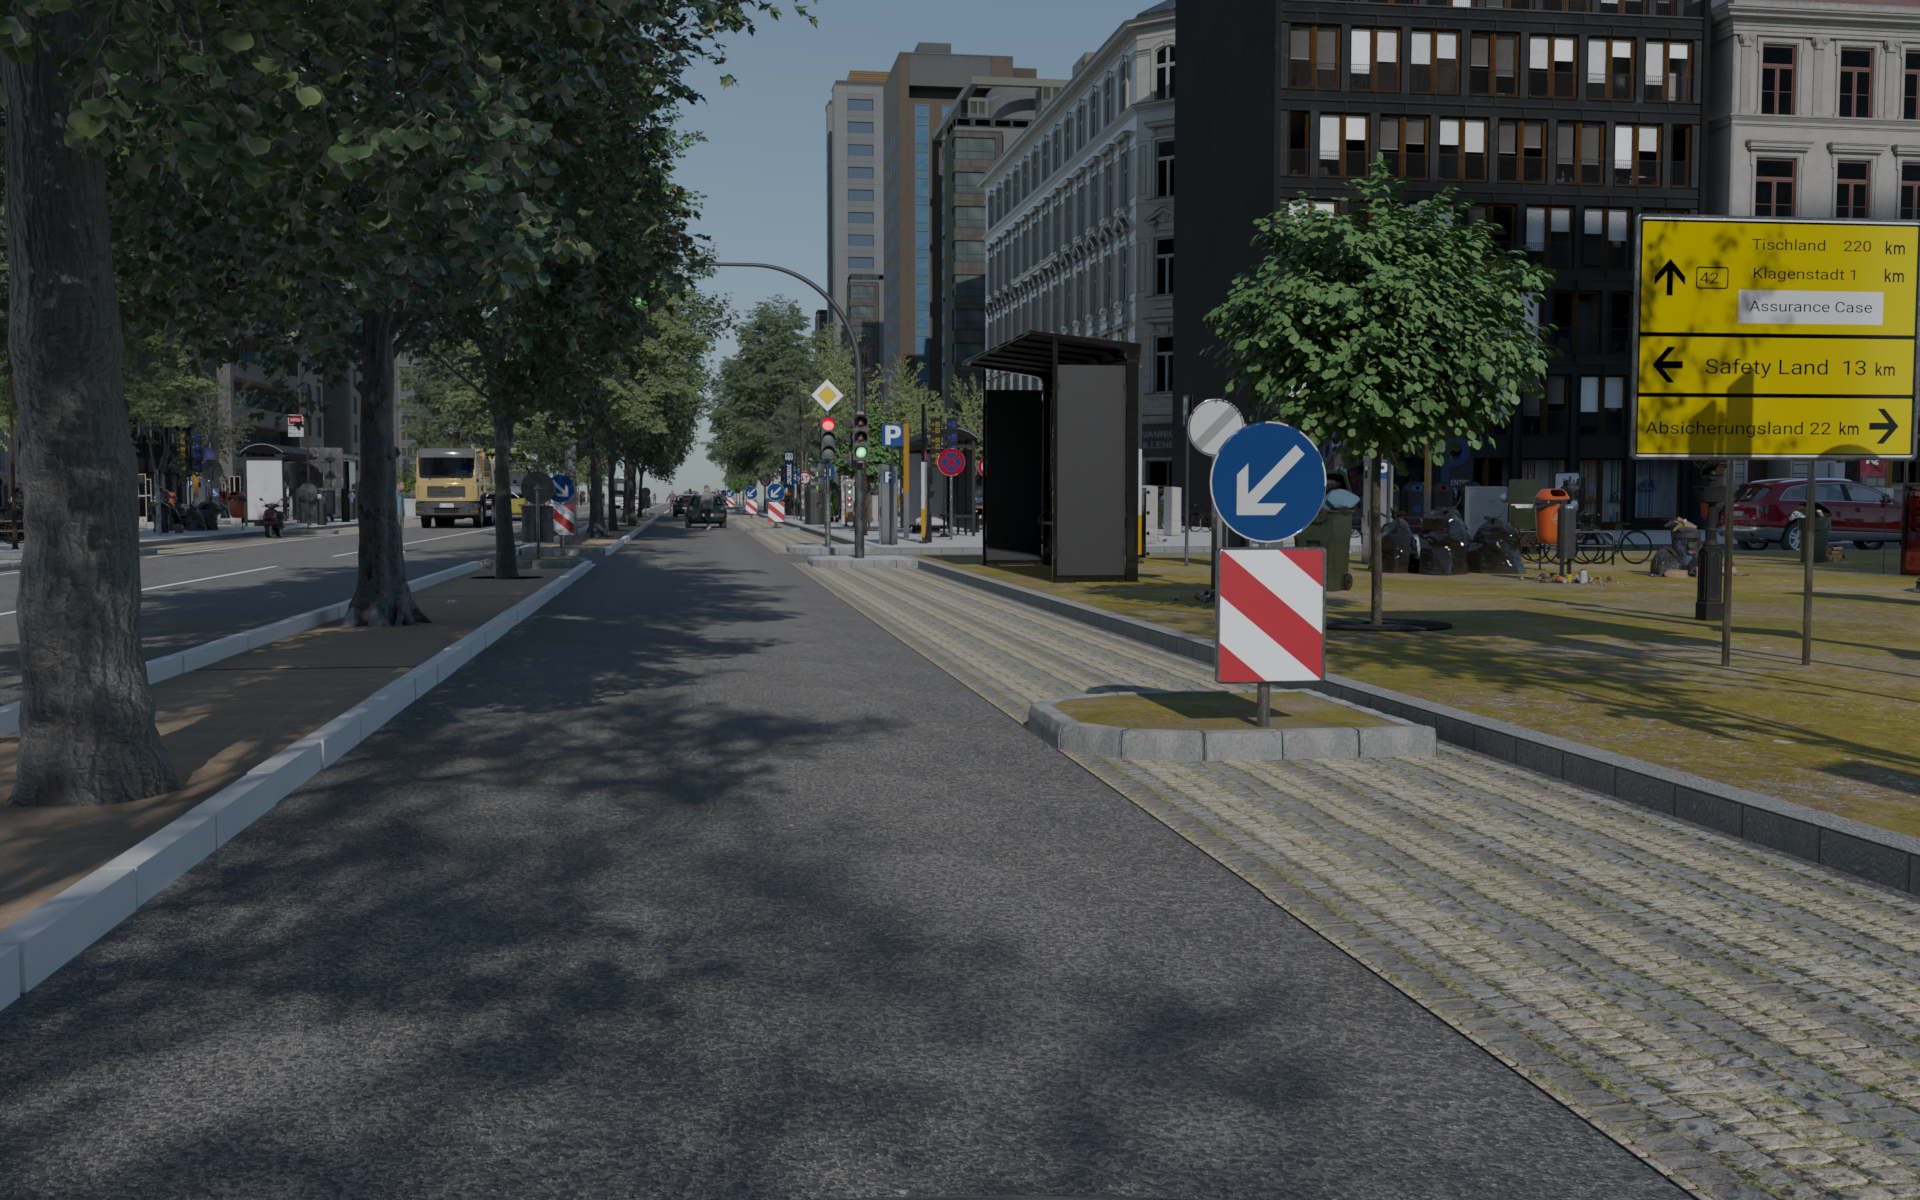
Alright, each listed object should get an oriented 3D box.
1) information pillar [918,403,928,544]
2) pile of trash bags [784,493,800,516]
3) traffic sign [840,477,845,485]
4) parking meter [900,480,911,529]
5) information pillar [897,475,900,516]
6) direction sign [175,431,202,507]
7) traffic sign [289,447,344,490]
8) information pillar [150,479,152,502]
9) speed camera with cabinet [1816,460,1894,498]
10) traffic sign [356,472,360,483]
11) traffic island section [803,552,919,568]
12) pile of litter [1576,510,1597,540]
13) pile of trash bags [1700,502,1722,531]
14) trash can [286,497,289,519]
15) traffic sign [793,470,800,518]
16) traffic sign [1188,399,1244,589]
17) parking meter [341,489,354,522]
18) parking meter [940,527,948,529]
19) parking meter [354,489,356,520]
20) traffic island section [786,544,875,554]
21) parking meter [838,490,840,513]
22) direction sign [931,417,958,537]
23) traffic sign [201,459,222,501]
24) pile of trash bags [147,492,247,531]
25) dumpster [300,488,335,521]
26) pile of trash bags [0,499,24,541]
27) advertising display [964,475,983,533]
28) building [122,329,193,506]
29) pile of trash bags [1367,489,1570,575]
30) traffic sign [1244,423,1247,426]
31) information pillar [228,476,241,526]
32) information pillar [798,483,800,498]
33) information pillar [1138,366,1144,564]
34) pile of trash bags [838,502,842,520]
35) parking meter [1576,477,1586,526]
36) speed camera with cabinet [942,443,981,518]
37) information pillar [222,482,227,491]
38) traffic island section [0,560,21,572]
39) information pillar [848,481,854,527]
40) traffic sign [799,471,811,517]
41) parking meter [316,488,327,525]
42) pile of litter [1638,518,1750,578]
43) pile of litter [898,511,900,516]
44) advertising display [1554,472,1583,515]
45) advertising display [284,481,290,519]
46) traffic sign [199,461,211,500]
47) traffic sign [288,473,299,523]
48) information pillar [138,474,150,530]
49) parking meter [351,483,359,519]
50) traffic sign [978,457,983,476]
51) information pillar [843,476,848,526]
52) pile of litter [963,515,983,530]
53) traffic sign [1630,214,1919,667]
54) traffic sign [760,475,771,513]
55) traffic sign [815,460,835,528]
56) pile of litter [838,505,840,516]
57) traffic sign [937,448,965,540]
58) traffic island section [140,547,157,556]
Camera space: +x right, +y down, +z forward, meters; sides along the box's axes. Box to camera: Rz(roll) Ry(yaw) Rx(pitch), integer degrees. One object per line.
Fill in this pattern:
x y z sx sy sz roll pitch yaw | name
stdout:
-0.932 -3.277 44.941 0.183 3.616 0.504 0 4 6 | information pillar
-9.583 -5.682 102.654 1.912 1.369 3.447 -2 4 -32 | pile of trash bags
-6.737 -6.348 103.797 0.884 2.594 0.081 0 4 -5 | traffic sign
-2.021 -3.579 64.231 0.399 1.863 0.255 3 5 39 | parking meter
-3.572 -6.602 99.296 0.183 3.616 0.504 -1 4 -20 | information pillar
-27.713 -4.300 62.301 0.876 3.537 0.379 0 4 -7 | direction sign
-28.146 -5.007 75.733 2.265 3.308 0.079 -1 4 -8 | traffic sign
-39.256 -4.842 83.661 0.304 2.012 0.304 -3 5 -43 | information pillar
24.612 -3.269 47.779 0.660 3.252 2.038 -2 4 -34 | speed camera with cabinet
-33.741 -5.982 97.919 0.768 2.556 0.104 0 4 -4 | traffic sign
-1.998 -0.757 34.660 2.009 0.180 2.903 -1 4 -9 | traffic island section
17.251 -2.121 48.646 1.719 0.858 1.176 -3 4 -38 | pile of litter
26.490 -3.003 58.844 3.447 1.369 1.912 -2 4 -24 | pile of trash bags
-32.678 -4.384 83.333 0.748 1.137 0.748 0 3 0 | trash can
-8.790 -5.611 91.840 0.768 2.556 0.104 0 4 -8 | traffic sign
3.424 -1.418 23.285 0.768 2.556 0.104 0 4 -4 | traffic sign
-28.123 -4.333 79.257 0.372 1.533 0.369 0 3 0 | parking meter
-0.614 -3.596 64.498 0.399 1.863 0.255 -3 5 -41 | parking meter
-30.241 -4.748 86.048 0.372 1.533 0.369 0 3 0 | parking meter
-3.223 -1.240 42.551 2.009 0.180 2.903 -1 4 -9 | traffic island section
-7.451 -5.917 105.158 0.372 1.533 0.369 0 3 0 | parking meter
-0.472 -3.632 51.381 0.876 3.537 0.379 2 4 25 | direction sign
-27.417 -3.875 63.468 0.768 2.556 0.104 0 4 -7 | traffic sign
-26.522 -3.116 60.699 3.447 1.369 1.912 1 4 14 | pile of trash bags
-29.863 -4.570 80.476 1.264 1.857 1.865 -1 4 -9 | dumpster
-25.999 -2.391 48.844 1.912 1.369 3.447 2 4 32 | pile of trash bags
0.481 -3.206 57.639 0.974 1.923 0.123 3 5 42 | advertising display
-52.052 -16.374 97.391 12.332 23.373 15.834 -1 4 -9 | building
8.563 -1.147 28.504 3.447 1.369 1.912 -1 4 -21 | pile of trash bags
4.755 -1.836 30.125 0.768 2.556 0.104 0 4 -7 | traffic sign
-29.482 -4.035 70.469 0.304 2.012 0.304 2 4 30 | information pillar
-10.786 -6.876 116.912 0.304 2.012 0.304 -1 4 -16 | information pillar
3.177 -2.489 32.044 0.183 3.616 0.504 -3 5 -40 | information pillar
-4.994 -4.653 85.834 1.912 1.369 3.447 -1 4 -11 | pile of trash bags
21.171 -3.277 59.291 0.399 1.863 0.255 0 4 5 | parking meter
-0.164 -4.507 68.029 2.038 3.252 0.660 -2 4 -27 | speed camera with cabinet
-46.237 -6.396 109.061 0.304 2.012 0.304 2 4 25 | information pillar
-18.642 -0.600 32.092 2.009 0.180 2.903 -1 4 -9 | traffic island section
-4.081 -4.639 67.204 0.183 3.616 0.504 1 4 11 | information pillar
-8.628 -5.878 96.206 0.768 2.556 0.104 0 4 -2 | traffic sign
-26.252 -3.842 71.222 0.372 1.533 0.369 0 3 0 | parking meter
11.537 -0.798 27.010 1.719 0.858 1.176 0 4 -3 | pile of litter
-3.304 -5.418 102.552 1.719 0.858 1.176 2 4 27 | pile of litter
17.610 -2.751 50.192 0.123 1.923 0.974 -2 4 -26 | advertising display
-34.895 -5.112 88.796 0.974 1.923 0.123 -2 4 -27 | advertising display
-28.037 -3.950 64.685 0.768 2.556 0.104 0 4 0 | traffic sign
-29.679 -4.737 77.552 0.768 2.556 0.104 0 4 -1 | traffic sign
-29.656 -3.560 62.694 0.304 2.012 0.304 3 5 44 | information pillar
-31.481 -5.168 90.211 0.399 1.863 0.255 3 5 39 | parking meter
0.965 -3.433 56.236 0.768 2.556 0.104 0 4 1 | traffic sign
-4.501 -4.720 68.530 0.183 3.616 0.504 -1 4 -10 | information pillar
0.807 -2.949 62.173 1.176 0.858 1.719 -2 4 -24 | pile of litter
6.017 -1.159 12.821 2.265 3.308 0.079 0 4 -7 | traffic sign
-13.192 -7.186 117.597 0.768 2.556 0.104 0 4 -7 | traffic sign
-5.104 -4.001 65.514 0.768 2.556 0.104 0 4 -6 | traffic sign
-5.844 -4.685 90.566 1.176 0.858 1.719 1 4 15 | pile of litter
-0.244 -2.937 48.127 0.768 2.556 0.104 0 4 -2 | traffic sign
-19.866 -1.083 39.983 2.009 0.180 2.903 -1 4 -9 | traffic island section
